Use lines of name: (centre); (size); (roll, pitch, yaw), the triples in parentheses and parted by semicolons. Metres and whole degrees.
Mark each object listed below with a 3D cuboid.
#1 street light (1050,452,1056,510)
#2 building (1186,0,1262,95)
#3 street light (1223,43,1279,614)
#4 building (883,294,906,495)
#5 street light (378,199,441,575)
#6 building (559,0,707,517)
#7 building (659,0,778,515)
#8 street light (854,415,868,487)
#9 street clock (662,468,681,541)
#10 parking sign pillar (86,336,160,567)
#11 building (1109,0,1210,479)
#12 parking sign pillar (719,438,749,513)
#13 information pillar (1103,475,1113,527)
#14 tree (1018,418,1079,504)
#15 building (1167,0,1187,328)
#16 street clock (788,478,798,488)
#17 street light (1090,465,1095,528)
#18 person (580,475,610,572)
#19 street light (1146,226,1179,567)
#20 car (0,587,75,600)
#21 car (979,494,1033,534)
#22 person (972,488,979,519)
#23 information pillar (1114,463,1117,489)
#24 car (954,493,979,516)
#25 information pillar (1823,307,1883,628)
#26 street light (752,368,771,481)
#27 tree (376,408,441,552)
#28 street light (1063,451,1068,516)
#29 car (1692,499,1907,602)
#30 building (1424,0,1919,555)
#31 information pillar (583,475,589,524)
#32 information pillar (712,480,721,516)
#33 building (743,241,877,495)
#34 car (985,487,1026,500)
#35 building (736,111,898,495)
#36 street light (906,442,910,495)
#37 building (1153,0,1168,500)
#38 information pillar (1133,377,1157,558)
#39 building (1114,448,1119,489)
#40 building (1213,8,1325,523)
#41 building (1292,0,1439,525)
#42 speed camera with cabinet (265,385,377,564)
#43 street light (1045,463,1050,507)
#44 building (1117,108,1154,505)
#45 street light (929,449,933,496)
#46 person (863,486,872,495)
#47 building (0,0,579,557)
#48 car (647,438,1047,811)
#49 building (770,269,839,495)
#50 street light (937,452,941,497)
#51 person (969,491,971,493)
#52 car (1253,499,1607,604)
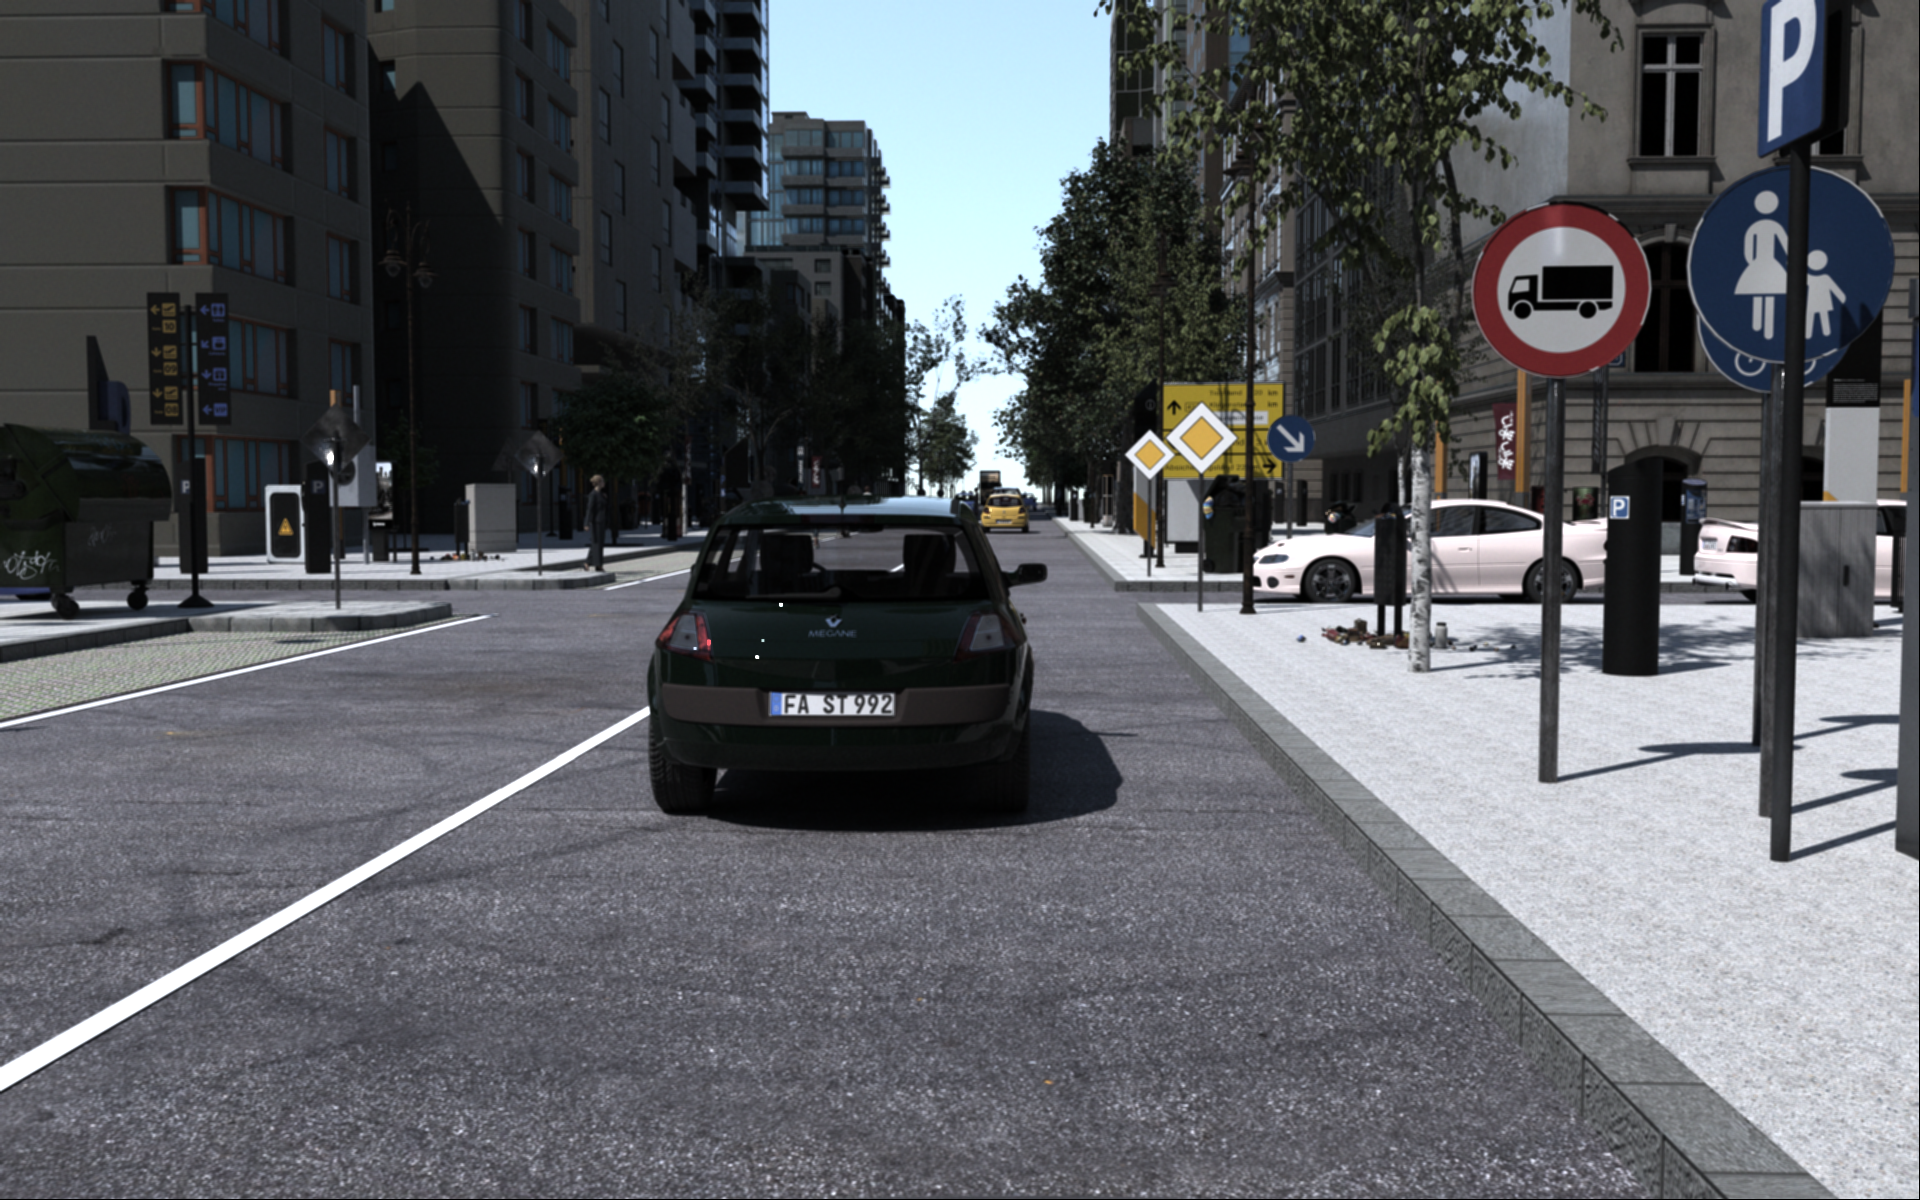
street light: (7.863, -10.393, 142.706); (0.468, 5.910, 1.993); (0, 4, 2)
building: (23.066, -28.693, 119.248); (14.600, 45.320, 14.200); (0, 4, 2)
street light: (3.090, -2.790, 18.407); (0.468, 5.910, 1.993); (0, 4, 2)
building: (-15.230, -29.086, 247.249); (14.160, 30.474, 14.107); (0, 4, 2)
street light: (-8.704, -3.348, 27.522); (0.468, 5.910, 1.993); (0, 4, 2)
building: (-28.768, -30.481, 87.597); (28.713, 52.752, 27.495); (0, 4, 2)
building: (-23.910, -49.176, 116.694); (22.319, 86.520, 31.000); (0, 4, 2)
street light: (-5.786, -7.744, 99.401); (0.468, 5.910, 1.993); (0, 4, 2)
street clock: (-7.874, -2.616, 47.343); (0.358, 2.002, 0.471); (3, 5, 44)
parking sign pillar: (-14.818, -2.553, 30.219); (1.447, 3.967, 1.447); (-1, 4, -15)
building: (29.914, -49.593, 249.097); (20.563, 71.187, 20.611); (0, 4, 2)
parking sign pillar: (-10.197, -5.498, 78.358); (1.447, 3.967, 1.447); (-3, 5, -43)
information pillar: (5.764, -3.853, 67.487); (0.304, 2.012, 0.304); (-2, 4, -25)
tree: (12.590, -19.410, 243.104); (9.928, 11.665, 9.643); (0, 3, 0)
building: (22.789, -27.518, 133.511); (14.154, 41.232, 14.086); (0, 4, 2)
street clock: (-7.689, -4.620, 80.111); (0.471, 2.002, 0.358); (-2, 4, -33)
street light: (5.008, -5.662, 65.368); (0.468, 5.910, 1.993); (0, 4, 2)
person: (-6.533, -1.350, 30.986); (0.534, 1.772, 0.576); (-1, 4, -13)
street light: (3.506, -3.509, 30.161); (0.468, 5.910, 1.993); (0, 4, 2)
car: (-13.387, -0.773, 22.234); (3.694, 1.707, 1.945); (0, 4, 3)
car: (1.702, -3.313, 64.392); (2.015, 1.641, 3.980); (0, 4, 3)
person: (0.829, -5.121, 92.563); (0.374, 1.781, 0.599); (-1, 4, -12)
information pillar: (9.030, -6.762, 101.921); (0.183, 3.616, 0.504); (-2, 4, -33)
car: (0.320, -6.508, 115.991); (1.945, 1.707, 3.694); (0, 4, 2)
information pillar: (8.540, -1.541, 16.555); (0.504, 3.616, 0.183); (0, 4, 2)
street light: (-7.257, -5.552, 63.556); (0.468, 5.910, 1.993); (0, 4, 2)
tree: (-12.625, -2.711, 38.927); (1.663, 3.219, 1.824); (0, 3, 0)
street light: (6.500, -8.256, 107.772); (0.468, 5.910, 1.993); (0, 4, 2)
car: (11.880, -0.585, 21.927); (4.827, 1.381, 2.083); (0, 4, 4)
building: (29.628, -13.515, 40.060); (34.723, 24.649, 14.460); (0, 4, 2)
information pillar: (-13.452, -3.511, 61.903); (0.304, 2.012, 0.304); (1, 4, 9)
information pillar: (-12.578, -5.196, 89.439); (0.304, 2.012, 0.304); (3, 5, 39)
building: (-17.300, -26.324, 202.100); (14.160, 30.474, 14.107); (0, 4, 2)
car: (2.528, -5.313, 95.536); (2.281, 1.827, 5.304); (0, 4, 1)
building: (-20.543, -36.961, 223.917); (23.786, 49.044, 30.456); (0, 4, 2)
street light: (-4.214, -10.207, 139.673); (0.468, 5.910, 1.993); (0, 4, 2)
building: (27.729, -37.431, 154.000); (21.231, 58.520, 28.212); (0, 4, 2)
information pillar: (3.722, -2.652, 34.712); (0.504, 3.616, 0.183); (-2, 4, -24)
building: (31.210, -36.957, 223.852); (23.786, 49.044, 30.456); (0, 4, 2)
building: (20.435, -17.827, 88.738); (12.463, 27.353, 25.104); (0, 4, 2)
building: (21.059, -16.541, 63.949); (14.314, 27.812, 24.014); (0, 4, 2)
speed camera with cabinet: (-11.703, -2.283, 31.669); (2.038, 3.252, 0.660); (1, 4, 18)
street light: (9.286, -12.550, 177.984); (0.468, 5.910, 1.993); (0, 4, 2)
building: (25.542, -33.723, 201.487); (14.600, 45.320, 14.200); (0, 4, 2)
street light: (-2.946, -12.344, 174.611); (0.468, 5.910, 1.993); (0, 4, 2)
person: (-3.595, -3.635, 68.502); (0.480, 1.755, 0.524); (1, 4, 16)
building: (-28.318, -12.510, 49.576); (27.650, 21.520, 28.899); (0, 4, 2)
car: (-0.518, 0.035, 9.222); (2.009, 1.686, 4.222); (0, 4, 0)
building: (-25.736, -18.570, 148.666); (27.650, 21.520, 28.899); (0, 4, 2)
street light: (-2.295, -13.125, 187.386); (0.468, 5.910, 1.993); (0, 4, 2)
person: (0.947, -9.393, 162.797); (1.217, 1.735, 0.721); (-1, 4, -14)
car: (6.186, -0.638, 22.790); (4.827, 1.381, 2.083); (0, 4, 1)
